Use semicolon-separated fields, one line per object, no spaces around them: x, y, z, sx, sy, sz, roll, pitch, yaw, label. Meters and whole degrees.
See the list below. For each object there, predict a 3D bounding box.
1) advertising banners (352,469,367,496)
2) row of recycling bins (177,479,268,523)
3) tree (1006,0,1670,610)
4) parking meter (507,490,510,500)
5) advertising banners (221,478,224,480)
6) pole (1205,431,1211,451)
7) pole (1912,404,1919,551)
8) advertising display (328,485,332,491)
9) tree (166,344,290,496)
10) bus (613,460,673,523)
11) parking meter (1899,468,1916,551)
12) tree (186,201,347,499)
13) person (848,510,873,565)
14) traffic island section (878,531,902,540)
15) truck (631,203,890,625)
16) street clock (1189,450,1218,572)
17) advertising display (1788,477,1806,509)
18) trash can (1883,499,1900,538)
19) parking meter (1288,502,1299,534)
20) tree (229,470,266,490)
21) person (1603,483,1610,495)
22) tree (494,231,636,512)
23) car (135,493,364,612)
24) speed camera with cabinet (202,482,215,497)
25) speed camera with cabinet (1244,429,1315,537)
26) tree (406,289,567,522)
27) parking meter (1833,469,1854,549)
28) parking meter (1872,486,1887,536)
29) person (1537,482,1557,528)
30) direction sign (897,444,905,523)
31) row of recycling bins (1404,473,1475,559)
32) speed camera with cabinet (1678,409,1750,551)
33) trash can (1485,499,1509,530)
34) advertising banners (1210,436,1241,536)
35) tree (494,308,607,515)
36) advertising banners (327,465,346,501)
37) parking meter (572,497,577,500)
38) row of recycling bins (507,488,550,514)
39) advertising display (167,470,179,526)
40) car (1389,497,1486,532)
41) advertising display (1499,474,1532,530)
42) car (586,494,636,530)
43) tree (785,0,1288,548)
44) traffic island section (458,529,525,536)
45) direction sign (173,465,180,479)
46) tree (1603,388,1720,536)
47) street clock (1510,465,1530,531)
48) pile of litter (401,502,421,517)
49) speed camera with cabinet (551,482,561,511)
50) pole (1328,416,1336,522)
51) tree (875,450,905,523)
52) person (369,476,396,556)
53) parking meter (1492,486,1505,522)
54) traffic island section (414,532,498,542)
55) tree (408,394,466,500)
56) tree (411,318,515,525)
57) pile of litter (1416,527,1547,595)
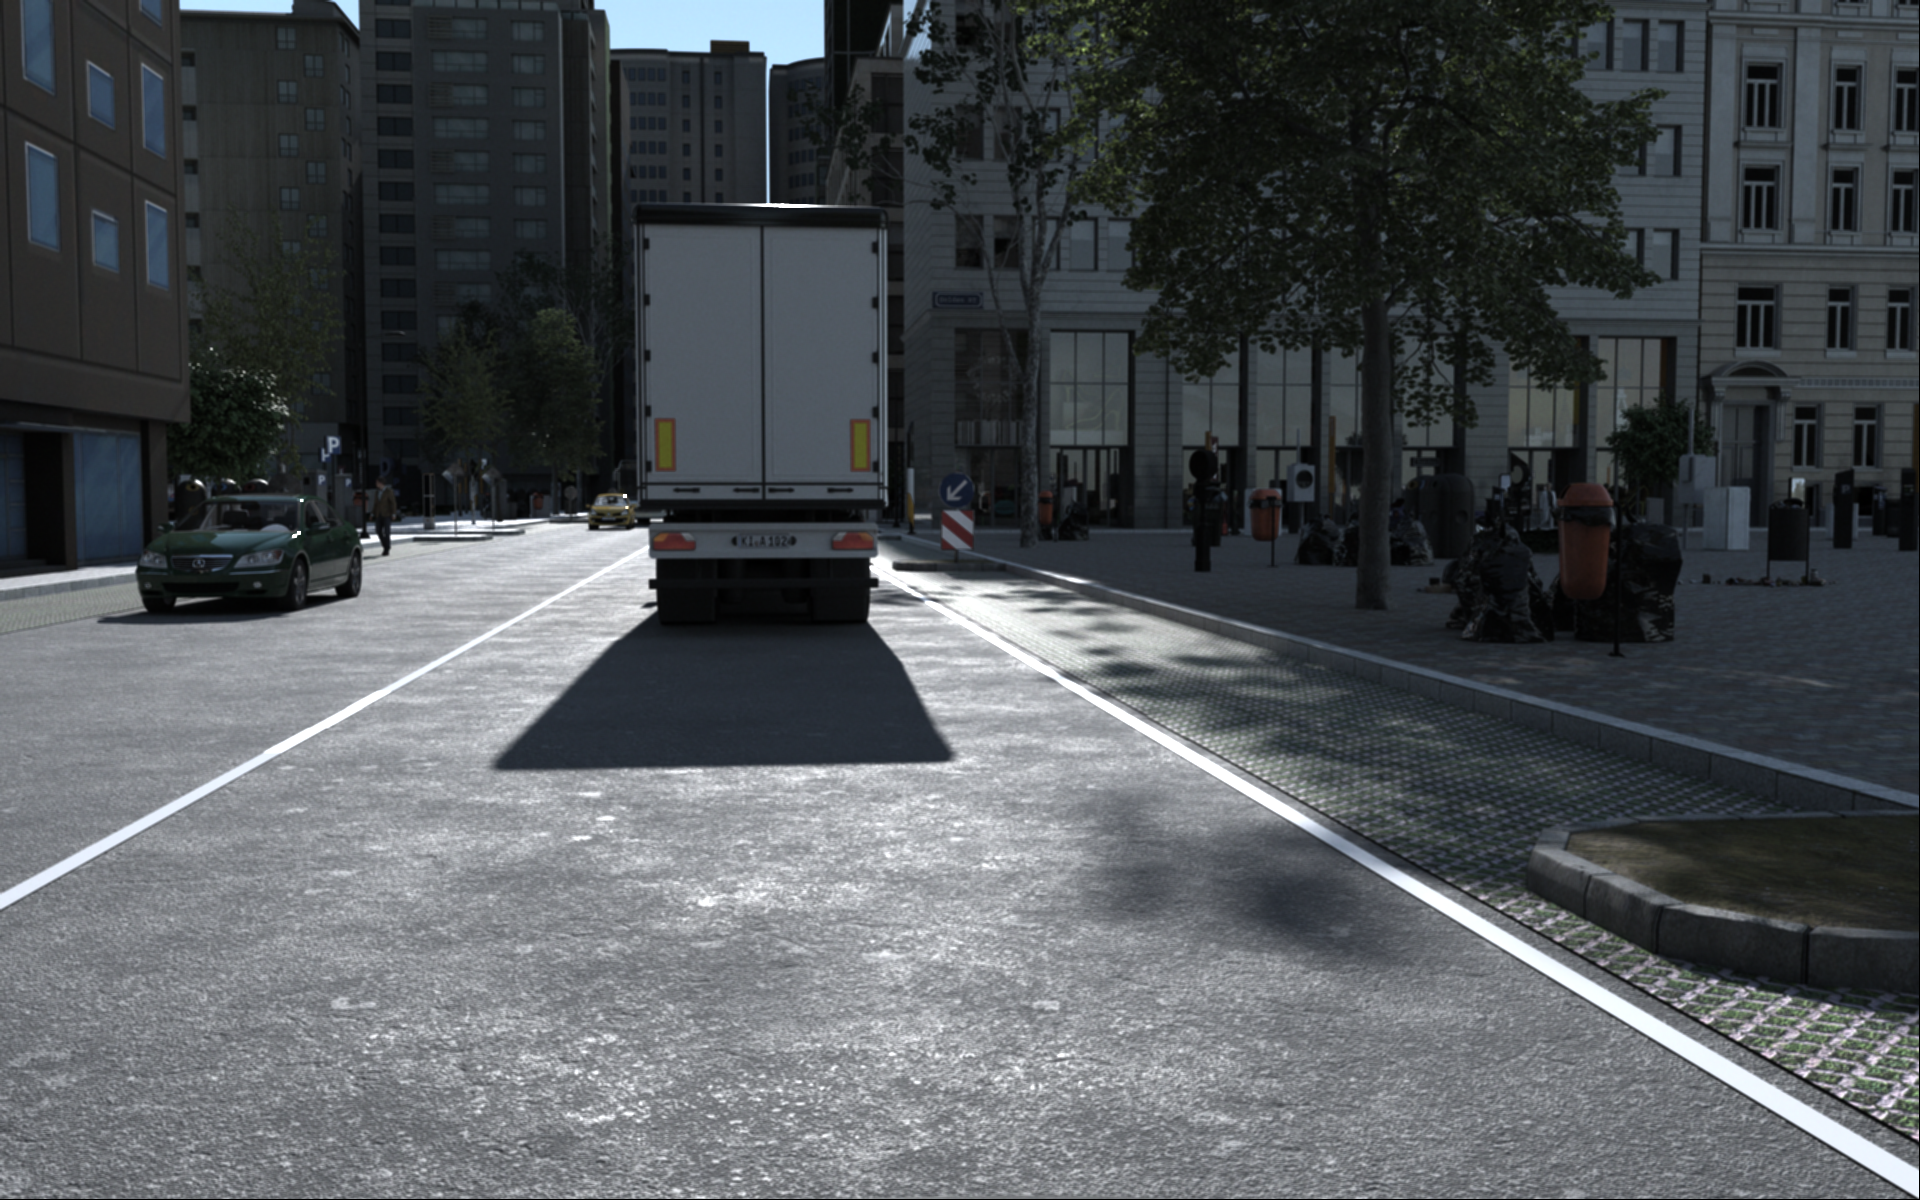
-44.691;-8.034;127.544;2.074;3.025;0.090;0;4;1;advertising banners
-20.114;-2.526;48.406;3.534;1.692;1.069;0;4;0;row of recycling bins
4.245;-6.168;18.969;7.486;12.596;7.792;0;3;0;tree
-25.510;-5.452;97.557;0.372;1.533;0.369;0;3;0;parking meter
-55.358;-8.312;132.094;2.074;3.025;0.090;0;4;-8;advertising banners
8.084;-3.829;56.450;0.158;3.312;0.155;0;3;0;pole
21.696;-2.781;39.305;0.158;3.312;0.155;0;3;0;pole
-45.787;-7.428;126.667;0.974;1.923;0.123;2;4;25;advertising display
-16.294;-3.313;37.888;4.285;4.588;4.351;0;3;0;tree
-14.725;-5.451;83.976;2.948;3.499;13.247;0;4;-6;bus
21.386;-2.043;39.107;0.255;1.863;0.399;1;4;23;parking meter
-17.123;-5.675;43.144;4.737;8.622;4.395;0;3;0;tree
-2.105;-1.603;34.810;0.635;1.810;0.391;2;4;28;person
-2.974;-1.989;54.803;2.009;0.180;2.903;0;4;-7;traffic island section
-2.551;-2.047;22.390;2.839;4.237;11.283;0;4;-7;truck
4.020;-1.471;28.622;0.358;2.002;0.471;-2;4;-34;street clock
32.166;-3.754;66.584;0.974;1.923;0.123;-2;4;-33;advertising display
27.615;-2.412;51.094;0.748;1.137;0.748;0;3;0;trash can
10.813;-3.083;56.112;0.255;1.863;0.399;0;4;-5;parking meter
-33.348;-5.311;81.435;1.663;3.219;1.824;0;3;0;tree
22.102;-3.122;59.726;0.592;1.802;0.473;1;4;21;person
-25.560;-16.320;122.719;12.611;20.169;13.585;0;3;0;tree
-9.162;-0.664;22.656;2.131;1.459;4.920;0;4;-6;car
-35.794;-5.354;81.872;2.038;3.252;0.660;2;4;33;speed camera with cabinet
9.627;-3.536;52.154;2.038;3.252;0.660;-1;4;-14;speed camera with cabinet
-21.524;-8.868;79.411;7.601;10.594;8.767;0;4;-2;tree
20.807;-2.147;40.816;0.399;1.863;0.255;1;4;11;parking meter
28.427;-2.759;53.514;0.372;1.533;0.369;0;3;0;parking meter
20.488;-3.184;60.431;0.514;1.842;0.818;-2;4;-25;person
-2.623;-5.256;77.931;0.379;3.537;0.876;2;4;28;direction sign
9.970;-1.765;35.970;1.069;1.692;3.534;0;4;4;row of recycling bins
17.298;-2.776;39.728;0.660;3.252;2.038;-1;4;-8;speed camera with cabinet
16.546;-2.553;53.400;0.748;1.137;0.748;0;3;0;trash can
8.161;-3.496;53.346;0.090;3.025;2.074;2;4;35;advertising banners
-25.226;-11.491;105.999;7.486;12.596;7.792;0;3;0;tree
-38.239;-6.664;105.138;2.074;3.025;0.090;0;4;7;advertising banners
-26.406;-6.733;118.491;0.372;1.533;0.369;0;3;0;parking meter
-27.493;-6.271;109.649;1.069;1.692;3.534;3;5;42;row of recycling bins
-21.120;-2.478;45.735;0.974;1.923;0.123;1;4;8;advertising display
16.609;-2.900;59.994;3.894;1.354;1.945;0;4;-8;car
17.388;-3.000;54.261;0.974;1.923;0.123;1;4;11;advertising display
-14.240;-3.709;70.860;2.015;1.641;3.980;0;4;-7;car
2.175;-11.414;42.503;12.611;20.169;13.585;0;3;0;tree
-16.502;-2.380;61.186;2.009;0.180;2.903;0;4;-7;traffic island section
-41.465;-6.099;91.723;0.379;3.537;0.876;2;4;33;direction sign
21.785;-4.289;53.831;4.285;4.588;4.351;0;3;0;tree
14.003;-2.373;43.366;0.358;2.002;0.471;-2;4;-25;street clock
-31.325;-5.193;98.876;1.176;0.858;1.719;0;4;-8;pile of litter
-31.515;-8.433;132.212;2.038;3.252;0.660;0;4;-5;speed camera with cabinet
9.762;-3.158;45.484;0.158;3.312;0.155;0;3;0;pole
-3.091;-4.974;75.929;1.663;3.219;1.824;0;3;0;tree
-13.433;-1.952;40.323;0.656;1.842;0.836;-1;4;-8;person
16.254;-2.683;52.276;0.372;1.533;0.369;0;3;0;parking meter
-15.521;-1.895;53.261;2.009;0.180;2.903;0;4;-7;traffic island section
-38.579;-10.813;127.155;4.360;8.622;3.978;0;3;0;tree
-20.359;-7.429;71.831;4.737;8.622;4.395;0;3;0;tree
6.848;-0.520;22.471;1.719;0.858;1.176;3;4;37;pile of litter
